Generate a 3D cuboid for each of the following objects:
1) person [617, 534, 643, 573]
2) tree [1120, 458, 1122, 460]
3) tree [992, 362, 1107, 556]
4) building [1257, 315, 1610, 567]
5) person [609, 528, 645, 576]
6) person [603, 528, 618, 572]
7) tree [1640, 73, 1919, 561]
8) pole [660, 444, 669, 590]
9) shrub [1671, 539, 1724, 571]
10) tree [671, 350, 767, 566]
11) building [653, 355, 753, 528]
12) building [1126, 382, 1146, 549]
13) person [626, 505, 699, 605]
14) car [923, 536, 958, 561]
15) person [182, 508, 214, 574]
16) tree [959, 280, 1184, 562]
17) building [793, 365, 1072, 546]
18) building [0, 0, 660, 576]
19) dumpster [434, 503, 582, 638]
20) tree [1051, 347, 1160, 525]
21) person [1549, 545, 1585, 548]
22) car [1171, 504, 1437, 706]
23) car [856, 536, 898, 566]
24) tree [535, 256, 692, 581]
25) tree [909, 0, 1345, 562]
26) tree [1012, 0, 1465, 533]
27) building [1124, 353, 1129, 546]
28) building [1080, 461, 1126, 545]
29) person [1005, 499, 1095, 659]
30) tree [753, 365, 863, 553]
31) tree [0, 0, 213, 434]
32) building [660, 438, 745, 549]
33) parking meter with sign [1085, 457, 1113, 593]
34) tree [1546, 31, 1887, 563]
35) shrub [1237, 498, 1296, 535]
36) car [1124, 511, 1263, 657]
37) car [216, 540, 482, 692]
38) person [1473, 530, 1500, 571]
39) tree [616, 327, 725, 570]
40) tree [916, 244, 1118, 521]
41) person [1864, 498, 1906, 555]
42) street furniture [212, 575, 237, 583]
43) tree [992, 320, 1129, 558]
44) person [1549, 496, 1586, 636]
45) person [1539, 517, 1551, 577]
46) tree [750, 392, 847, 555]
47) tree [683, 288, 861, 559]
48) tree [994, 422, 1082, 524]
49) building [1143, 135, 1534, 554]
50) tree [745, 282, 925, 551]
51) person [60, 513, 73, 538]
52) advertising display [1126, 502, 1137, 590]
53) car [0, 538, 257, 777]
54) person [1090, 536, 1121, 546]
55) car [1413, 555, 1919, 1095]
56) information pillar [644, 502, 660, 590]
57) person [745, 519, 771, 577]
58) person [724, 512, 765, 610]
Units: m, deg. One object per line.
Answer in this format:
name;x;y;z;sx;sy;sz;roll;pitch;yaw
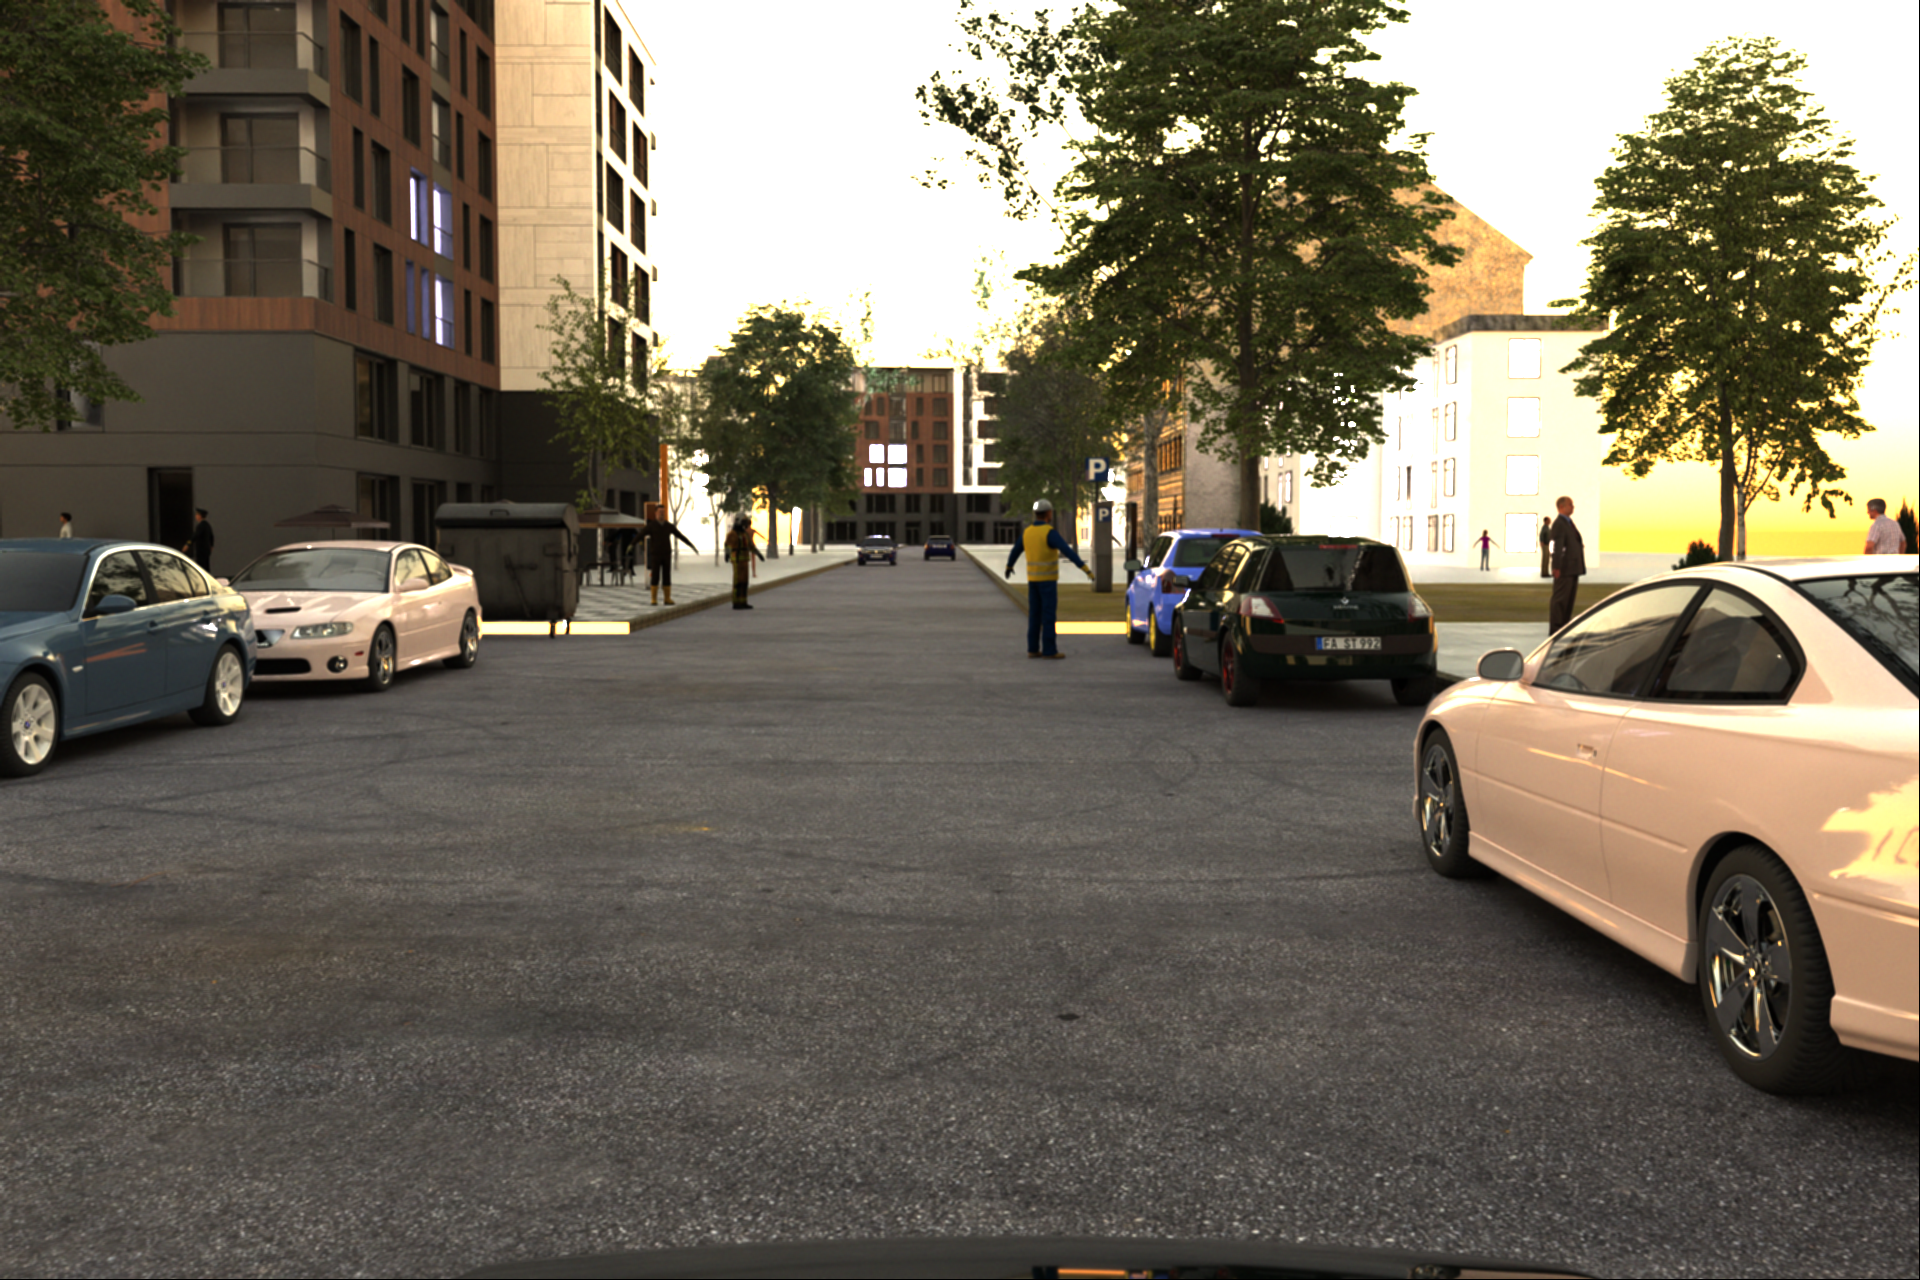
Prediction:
person;-10.822;-3.067;56.617;1.216;1.772;0.721;3;5;39
tree;20.784;-18.172;222.869;9.928;11.665;9.643;0;3;0
tree;5.433;-10.738;101.318;9.928;11.665;9.643;0;3;0
building;20.230;-8.455;80.384;9.099;9.664;28.070;0;3;0
person;-10.205;-2.880;53.276;1.347;1.806;0.705;1;4;12
person;-11.696;-3.178;58.181;0.704;1.802;1.346;0;4;8
tree;12.873;-4.753;28.074;4.737;8.622;4.395;0;3;0
pole;-6.736;-2.793;39.513;0.158;3.312;0.155;0;3;0
shrub;14.849;-1.449;34.813;1.383;1.207;1.383;0;3;0
tree;-9.693;-7.261;69.086;4.360;8.622;3.978;0;3;0
building;-28.568;-20.042;184.111;16.016;20.090;11.380;0;4;0
building;24.688;-19.562;150.767;19.493;23.208;18.063;0;3;0
person;-5.400;-1.541;31.329;1.346;1.812;0.704;-2;4;-26
car;-1.092;-5.052;95.178;1.945;1.354;3.894;0;4;0
person;-16.178;-1.896;36.928;0.705;1.837;1.347;0;4;0
tree;5.159;-10.323;79.158;12.009;13.543;11.850;0;3;0
building;-4.473;-22.910;221.008;32.646;21.610;27.936;-1;4;-8
building;-26.938;-13.178;59.441;27.936;21.610;32.646;0;4;-1
dumpster;-6.316;-0.980;24.236;1.865;1.857;1.264;0;4;-1
tree;5.133;-7.109;66.599;4.360;8.622;3.978;0;3;0
person;16.326;-2.501;46.743;1.347;1.847;0.705;-2;4;-31
car;3.025;-0.370;15.833;2.009;1.686;4.222;0;4;-2
car;-3.804;-4.119;79.931;1.945;1.354;3.894;0;4;-1
tree;-9.657;-5.913;47.048;4.737;8.622;4.395;0;3;0
tree;4.293;-11.729;47.656;12.611;20.169;13.585;0;3;0
tree;4.770;-6.826;29.739;7.486;12.596;7.792;0;3;0
building;21.953;-19.565;176.312;16.016;20.090;11.380;0;4;0
building;19.243;-15.646;197.967;9.099;9.664;28.070;0;4;-1
person;0.976;-0.707;19.983;1.349;1.833;0.705;3;5;45
tree;-10.289;-12.146;116.708;7.486;12.596;7.792;0;3;0
tree;-12.613;-6.249;20.306;7.486;12.596;7.792;0;3;0
building;-25.030;-13.678;165.775;9.099;9.664;28.070;0;3;0
parking meter with sign;3.139;-2.589;38.592;0.543;3.016;1.738;0;4;-2
tree;17.516;-7.464;40.169;7.486;12.596;7.792;0;3;0
shrub;6.558;-2.042;37.421;1.661;2.075;1.752;0;3;0
car;3.048;-0.731;21.547;1.945;1.707;3.694;0;4;-1
car;-6.144;-0.295;17.180;2.083;1.381;4.827;0;3;0
person;18.461;-3.151;60.784;0.991;1.433;0.599;3;5;42
tree;-10.108;-6.816;61.800;4.360;8.622;3.978;0;3;0
tree;3.740;-15.812;114.422;12.611;20.169;13.585;0;3;0
person;10.893;-0.831;20.561;0.756;1.711;0.436;-1;4;-23
street furniture;-14.569;-0.930;30.831;5.734;0.657;10.072;0;4;-7
tree;5.460;-10.651;92.276;7.486;12.596;7.792;0;3;0
person;7.666;-0.930;21.809;0.434;1.755;0.990;3;5;40
person;17.384;-2.752;51.272;0.705;1.796;1.348;3;4;38
tree;-10.064;-10.483;105.815;8.767;10.594;7.601;3;5;45
tree;-9.917;-11.233;90.311;9.857;13.997;8.962;0;3;0
tree;5.793;-12.839;128.040;7.486;12.596;7.792;0;3;0
building;21.356;-16.662;103.355;19.493;23.208;18.063;0;4;-1
tree;-9.122;-16.742;129.618;12.611;20.169;13.585;0;3;0
person;-22.113;-2.240;42.818;0.705;1.806;1.347;-2;4;-33
advertising display;3.482;-1.835;35.210;0.123;1.923;0.974;0;4;-1
car;-6.340;0.017;11.725;2.014;1.417;4.499;0;3;0
person;4.305;-2.792;51.773;1.348;1.813;0.705;-3;5;-44
car;2.936;0.400;5.817;2.083;1.381;4.827;0;4;-1
information pillar;-7.125;-2.180;40.143;0.304;2.012;0.304;0;3;0
person;-6.229;-2.734;51.500;1.217;1.733;0.721;0;4;5
person;-4.158;-1.515;33.002;0.705;1.858;1.354;2;4;24
